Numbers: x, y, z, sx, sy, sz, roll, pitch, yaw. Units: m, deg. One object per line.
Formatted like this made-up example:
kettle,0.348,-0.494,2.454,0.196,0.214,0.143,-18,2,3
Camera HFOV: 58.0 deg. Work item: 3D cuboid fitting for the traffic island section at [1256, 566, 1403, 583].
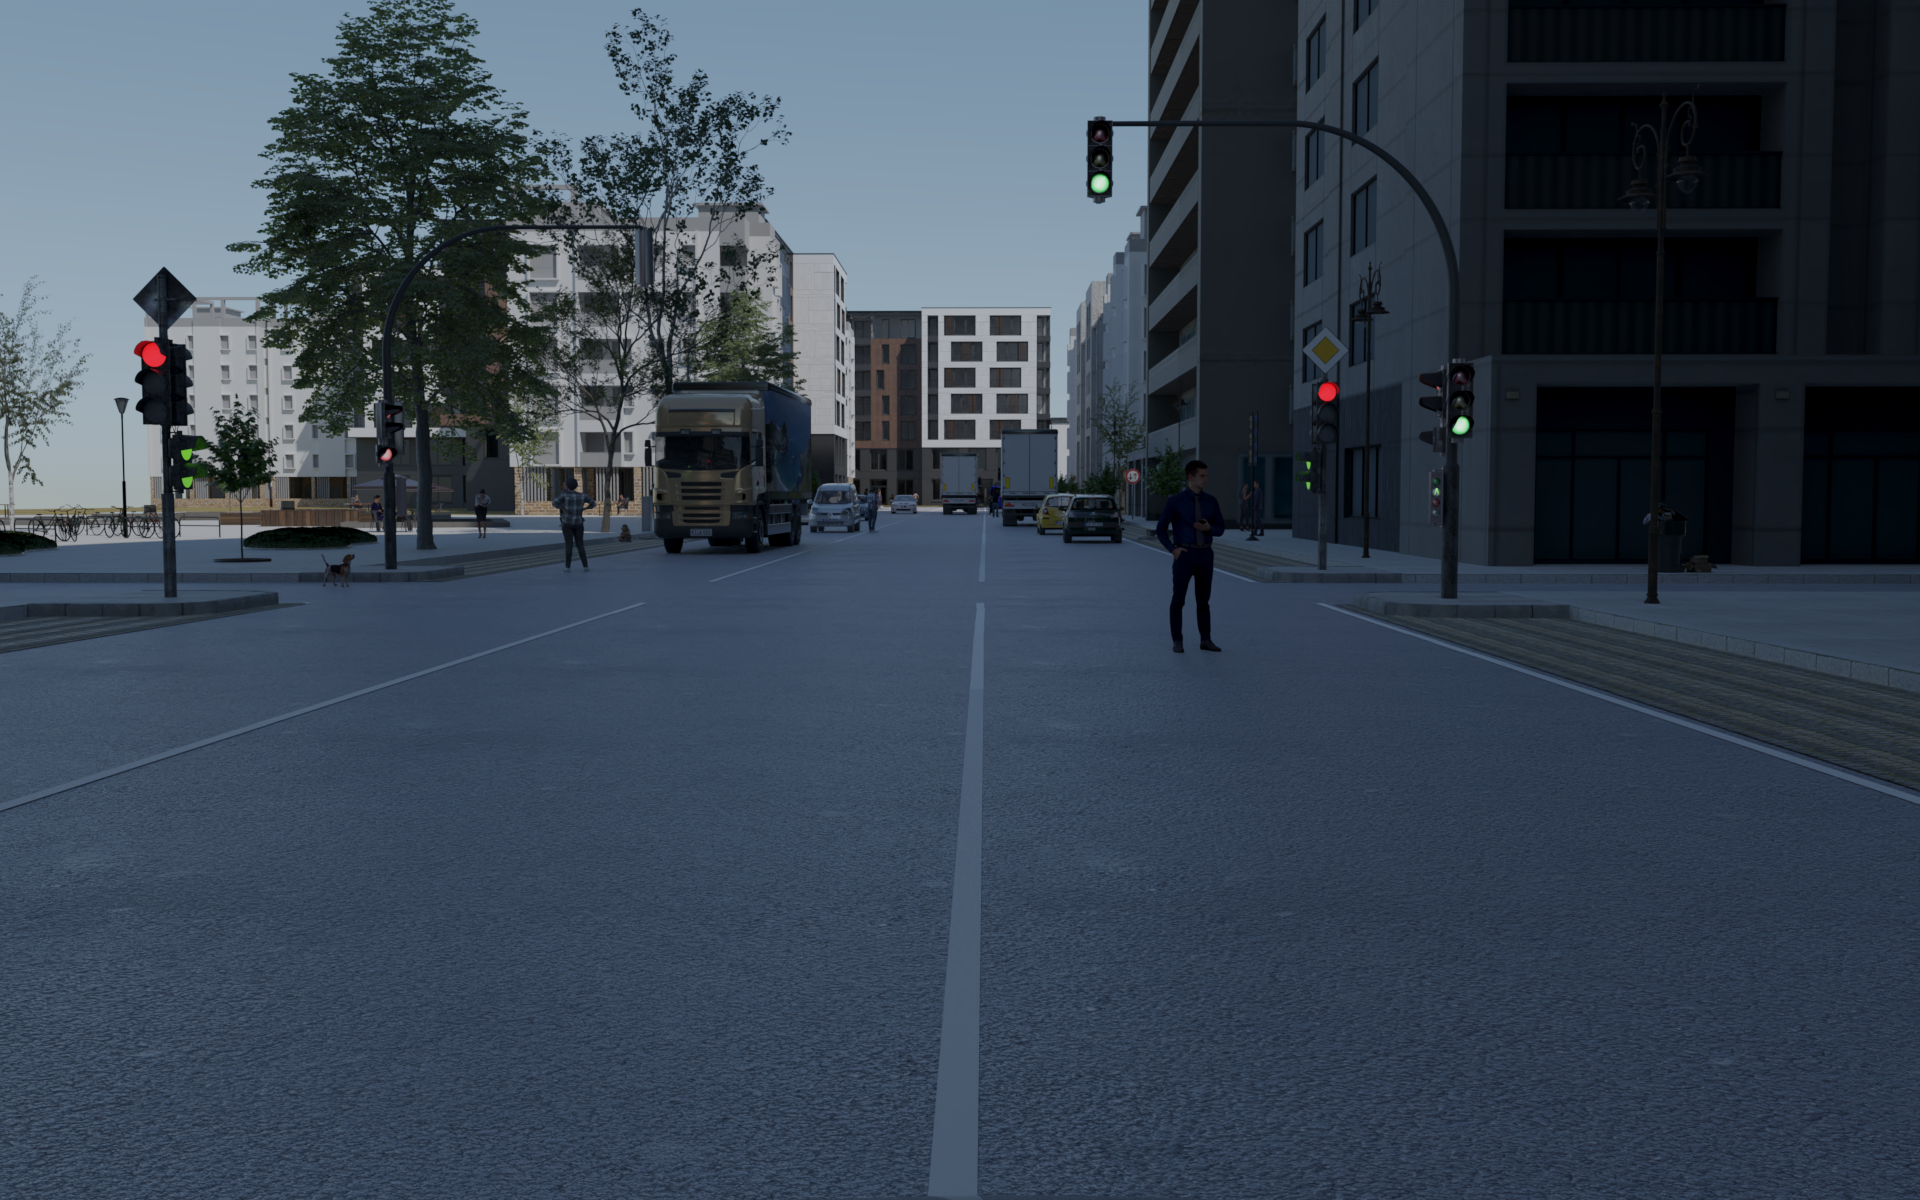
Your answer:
traffic island section,6.151,-0.430,29.315,2.009,0.180,2.903,0,4,1

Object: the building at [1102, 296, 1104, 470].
building,18.933,-16.774,130.669,16.016,20.091,11.380,0,4,1

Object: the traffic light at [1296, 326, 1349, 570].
traffic light,6.111,-2.464,29.201,0.839,4.253,0.868,0,4,1

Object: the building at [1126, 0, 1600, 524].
building,20.136,-39.982,91.957,20.563,71.187,20.611,0,4,1

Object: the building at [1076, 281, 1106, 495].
building,19.405,-17.481,152.274,16.747,18.905,31.486,0,4,1

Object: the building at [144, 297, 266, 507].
building,-71.857,-19.342,172.656,11.380,20.091,16.016,0,4,1

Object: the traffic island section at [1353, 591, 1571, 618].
traffic island section,6.031,0.058,21.331,2.009,0.180,2.903,0,4,1

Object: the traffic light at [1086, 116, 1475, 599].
traffic light,3.899,-2.840,21.107,4.771,5.953,1.251,0,4,1

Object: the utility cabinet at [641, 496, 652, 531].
utility cabinet,-10.828,-2.976,59.827,0.306,1.237,1.020,0,4,-6

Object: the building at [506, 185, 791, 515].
building,-19.397,-15.548,110.627,16.016,20.091,11.380,0,4,1

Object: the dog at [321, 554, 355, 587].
dog,-9.654,-0.465,26.884,0.540,0.507,0.406,-1,4,-13

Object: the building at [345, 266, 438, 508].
building,-38.566,-19.670,165.576,32.646,21.610,27.936,0,4,1

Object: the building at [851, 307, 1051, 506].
building,-6.159,-21.988,203.476,32.646,21.610,27.936,0,4,1

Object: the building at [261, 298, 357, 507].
building,-60.466,-19.382,173.317,11.380,20.091,16.016,0,4,1

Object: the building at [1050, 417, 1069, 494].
building,24.051,-15.392,193.805,28.070,9.664,9.099,0,4,1

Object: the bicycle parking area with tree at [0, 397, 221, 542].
bicycle parking area with tree,-26.257,-3.817,49.404,9.016,4.147,8.231,3,5,41

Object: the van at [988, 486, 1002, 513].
van,3.230,-7.916,133.805,2.240,2.365,5.245,0,4,2

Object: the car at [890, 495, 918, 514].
car,-4.095,-7.046,127.570,2.083,1.381,4.827,0,4,0

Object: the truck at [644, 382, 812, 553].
truck,-5.844,-3.462,45.524,2.839,4.237,11.283,0,4,3

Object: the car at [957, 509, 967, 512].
car,-0.325,-7.853,137.186,1.959,1.807,4.718,0,3,0

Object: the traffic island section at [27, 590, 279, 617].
traffic island section,-9.848,0.043,21.572,2.009,0.180,2.903,0,4,1

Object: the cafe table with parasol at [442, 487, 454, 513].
cafe table with parasol,-31.029,-5.907,101.451,2.610,1.966,2.610,0,4,-4

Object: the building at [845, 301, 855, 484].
building,-16.448,-19.330,172.468,11.380,20.091,16.016,0,4,1

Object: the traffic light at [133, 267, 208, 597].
traffic light,-9.808,-1.989,21.437,0.839,4.253,0.868,0,4,1

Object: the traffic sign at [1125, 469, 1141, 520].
traffic sign,8.707,-5.333,87.298,0.768,2.556,0.104,0,4,4

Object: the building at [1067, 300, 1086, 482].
building,18.848,-19.412,173.811,16.016,20.091,11.380,0,4,1

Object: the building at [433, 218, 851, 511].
building,-24.649,-18.414,145.051,27.936,21.610,32.646,0,4,1

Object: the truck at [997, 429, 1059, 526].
truck,3.132,-5.582,80.175,2.839,4.237,11.283,0,4,1

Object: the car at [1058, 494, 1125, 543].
car,3.943,-2.572,51.832,2.009,1.686,4.222,0,4,3

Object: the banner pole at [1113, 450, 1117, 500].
banner pole,8.826,-6.644,98.643,0.401,3.779,0.863,0,4,-7

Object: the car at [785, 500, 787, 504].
car,-8.832,-4.642,85.491,1.945,1.707,3.694,0,3,0

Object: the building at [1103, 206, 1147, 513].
building,18.487,-16.079,119.316,16.016,20.091,11.380,0,4,1

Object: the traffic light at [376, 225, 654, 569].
traffic light,-7.596,-3.349,29.425,4.771,5.953,1.251,0,4,1

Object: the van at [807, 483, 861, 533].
van,-4.738,-3.601,65.884,2.013,2.044,4.112,0,4,1

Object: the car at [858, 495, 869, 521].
car,-5.707,-5.006,93.850,2.014,1.417,4.499,0,4,0

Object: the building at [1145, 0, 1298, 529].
building,19.440,-27.394,71.590,21.300,48.544,21.600,0,4,1

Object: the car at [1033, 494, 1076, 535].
car,3.630,-3.161,61.906,2.015,1.641,3.980,0,4,1

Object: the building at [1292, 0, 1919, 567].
building,19.808,-36.715,38.545,20.611,71.187,20.563,0,4,1

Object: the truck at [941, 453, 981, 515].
truck,0.041,-8.269,124.104,2.839,4.237,11.283,0,4,1

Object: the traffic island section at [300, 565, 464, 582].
traffic island section,-9.728,-0.445,29.557,2.009,0.180,2.903,0,4,1

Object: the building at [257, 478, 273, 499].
building,-65.270,-15.489,195.397,28.070,9.664,9.099,0,4,1

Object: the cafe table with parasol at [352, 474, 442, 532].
cafe table with parasol,-19.050,-3.271,58.341,2.610,1.966,2.610,-1,4,-11

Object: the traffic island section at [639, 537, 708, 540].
traffic island section,-9.018,-1.967,55.021,1.991,0.108,1.994,0,4,1
